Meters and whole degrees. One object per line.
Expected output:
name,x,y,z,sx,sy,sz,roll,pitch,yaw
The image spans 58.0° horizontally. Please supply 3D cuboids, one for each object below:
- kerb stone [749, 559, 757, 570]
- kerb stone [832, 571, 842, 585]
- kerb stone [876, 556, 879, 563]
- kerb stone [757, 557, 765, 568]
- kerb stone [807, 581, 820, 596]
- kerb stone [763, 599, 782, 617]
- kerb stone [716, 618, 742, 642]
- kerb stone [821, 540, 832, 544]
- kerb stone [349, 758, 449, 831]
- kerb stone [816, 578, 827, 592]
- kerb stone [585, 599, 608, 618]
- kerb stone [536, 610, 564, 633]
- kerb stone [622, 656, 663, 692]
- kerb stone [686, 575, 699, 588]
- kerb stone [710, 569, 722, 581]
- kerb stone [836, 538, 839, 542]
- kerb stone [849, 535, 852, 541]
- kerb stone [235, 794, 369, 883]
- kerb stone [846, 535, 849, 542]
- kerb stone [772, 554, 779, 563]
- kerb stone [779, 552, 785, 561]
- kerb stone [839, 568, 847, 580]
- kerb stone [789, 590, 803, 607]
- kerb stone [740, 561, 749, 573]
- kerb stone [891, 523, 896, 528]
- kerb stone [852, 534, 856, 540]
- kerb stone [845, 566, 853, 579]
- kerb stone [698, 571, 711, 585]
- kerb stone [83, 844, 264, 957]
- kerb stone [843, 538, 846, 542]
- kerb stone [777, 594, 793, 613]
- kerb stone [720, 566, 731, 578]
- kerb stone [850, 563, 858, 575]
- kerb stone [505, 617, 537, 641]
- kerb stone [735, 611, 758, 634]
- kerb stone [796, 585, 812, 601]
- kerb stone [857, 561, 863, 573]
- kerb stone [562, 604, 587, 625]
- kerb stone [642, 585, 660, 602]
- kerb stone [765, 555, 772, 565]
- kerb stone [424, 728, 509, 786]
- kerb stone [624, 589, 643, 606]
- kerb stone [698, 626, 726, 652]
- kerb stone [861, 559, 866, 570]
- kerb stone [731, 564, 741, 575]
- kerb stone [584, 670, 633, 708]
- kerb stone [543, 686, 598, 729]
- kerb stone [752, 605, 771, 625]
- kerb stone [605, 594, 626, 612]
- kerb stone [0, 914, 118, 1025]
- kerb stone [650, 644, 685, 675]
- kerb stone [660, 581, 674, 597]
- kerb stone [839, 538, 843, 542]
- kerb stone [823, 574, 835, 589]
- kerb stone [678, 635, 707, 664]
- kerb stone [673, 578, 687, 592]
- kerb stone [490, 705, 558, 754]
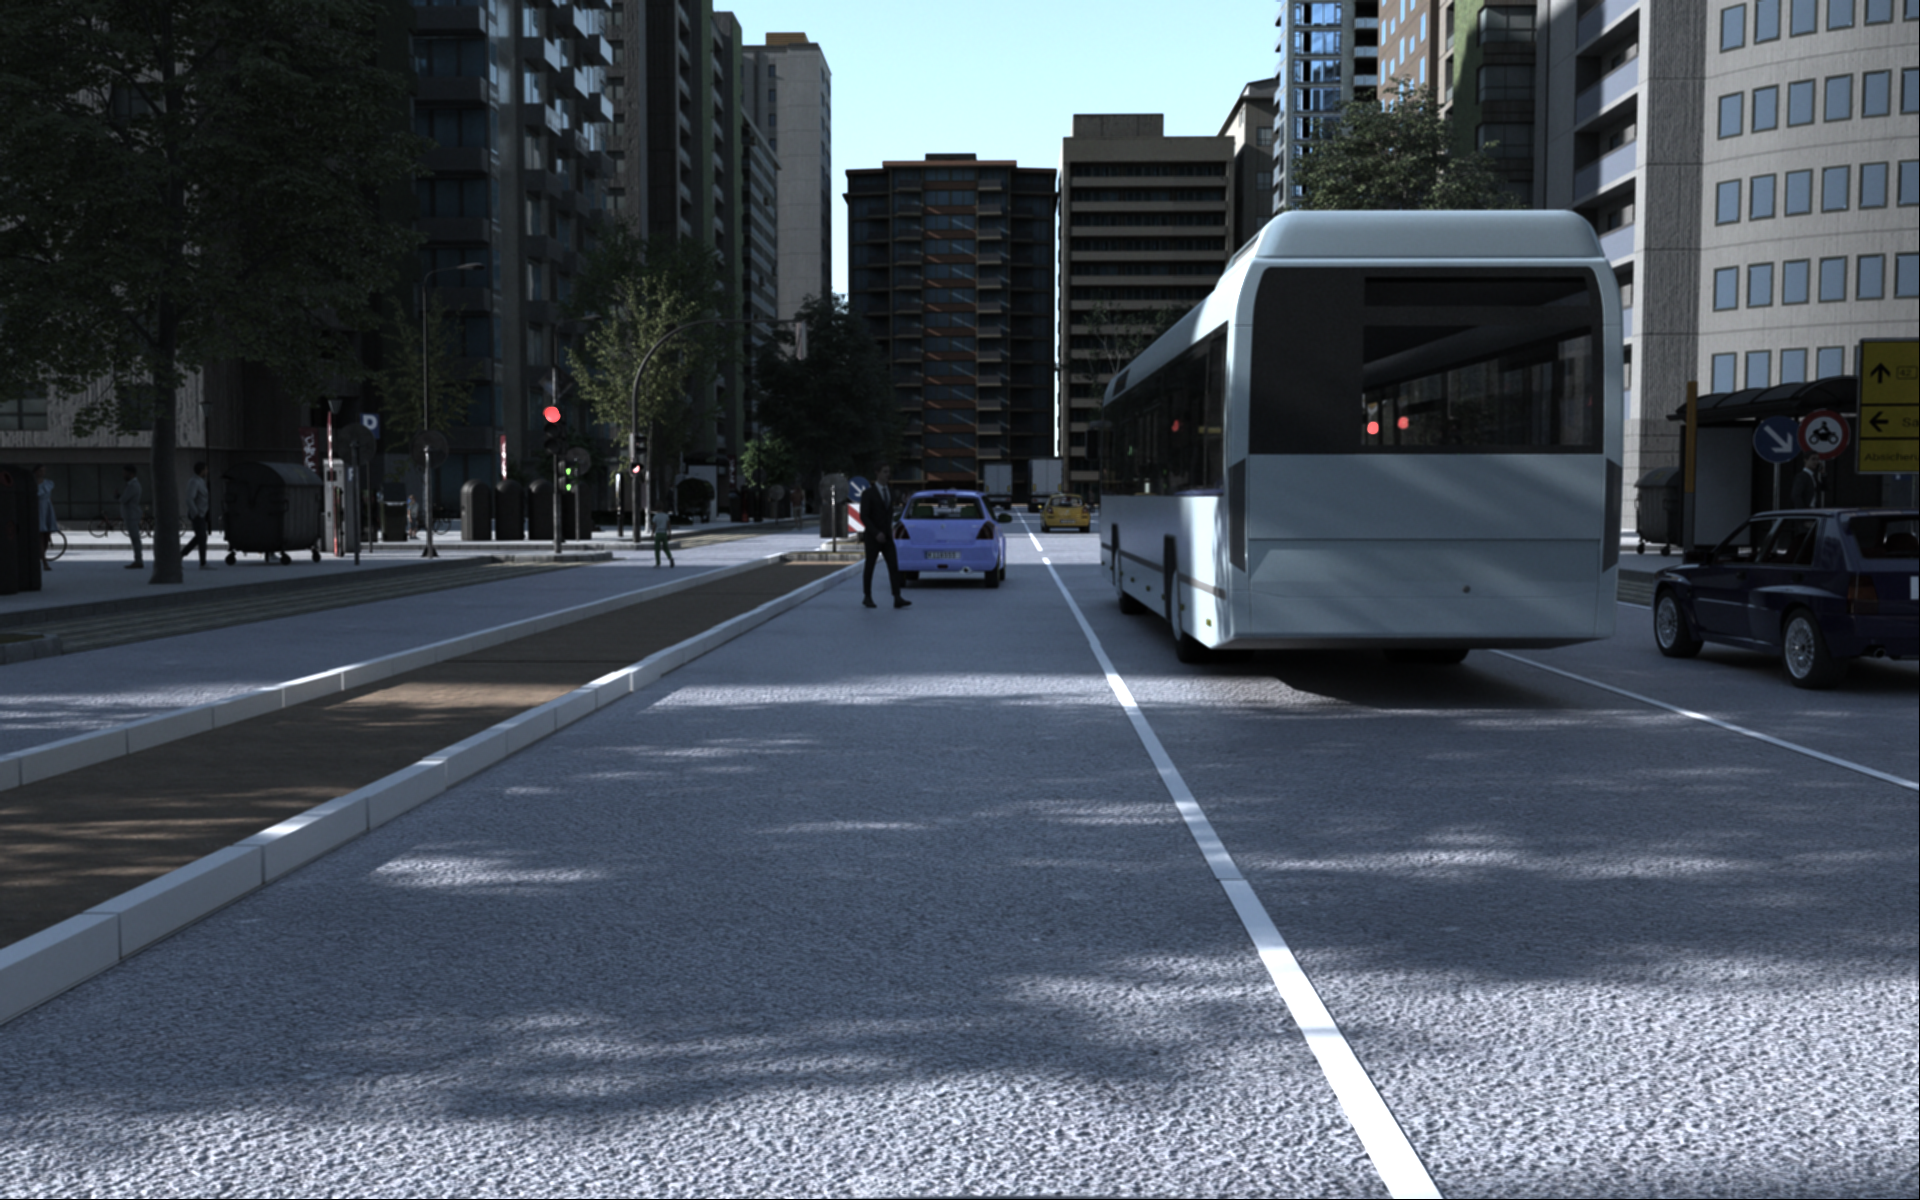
kerb stone,-3.987,-0.630,32.550,0.120,0.150,1.000,0,4,2
kerb stone,-2.019,-0.316,27.375,0.120,0.150,1.000,0,4,2
kerb stone,-1.805,-0.818,35.566,0.120,0.150,1.000,0,4,2
kerb stone,-3.957,-0.696,33.571,0.120,0.150,1.000,0,4,2
kerb stone,-2.116,-0.127,24.304,0.120,0.150,1.000,0,4,2
kerb stone,-2.231,0.123,20.186,0.120,0.150,1.000,0,4,2
kerb stone,-2.311,0.311,17.107,0.120,0.150,1.000,0,4,2
kerb stone,-3.611,-1.478,46.355,0.120,0.150,1.000,0,4,2
kerb stone,-2.558,0.882,7.871,0.120,0.150,1.000,0,4,2
kerb stone,-2.093,-0.192,25.328,0.120,0.150,1.000,0,4,2
kerb stone,-4.323,0.123,20.238,0.120,0.150,1.000,0,4,2
kerb stone,-4.380,0.245,18.195,0.120,0.150,1.000,0,4,2
kerb stone,-2.409,0.564,13.007,0.120,0.150,1.000,0,4,2
kerb stone,-4.161,-0.256,26.385,0.120,0.150,1.000,0,4,2
kerb stone,-4.100,-0.383,28.457,0.120,0.150,1.000,0,4,2
kerb stone,-3.551,-1.603,48.400,0.120,0.150,1.000,0,4,2
kerb stone,-3.444,-1.849,52.488,0.120,0.150,1.000,0,4,2
kerb stone,-2.589,0.939,6.842,0.120,0.150,1.000,0,4,2
kerb stone,-3.468,-1.790,51.466,0.120,0.150,1.000,0,4,2
kerb stone,-3.899,-0.821,35.618,0.120,0.150,1.000,0,4,2
kerb stone,-3.876,-0.882,36.640,0.120,0.150,1.000,0,4,2
kerb stone,-2.001,-0.379,28.400,0.120,0.150,1.000,0,4,2
kerb stone,-2.163,0.001,22.250,0.120,0.150,1.000,0,4,2
kerb stone,-4.015,-0.570,31.522,0.120,0.150,1.000,0,4,2
kerb stone,-2.828,-3.231,75.029,0.120,0.150,1.000,0,4,2
kerb stone,-3.406,-1.915,53.509,0.120,0.150,1.000,0,4,2
kerb stone,-1.968,-0.436,29.423,0.120,0.150,1.000,0,4,2
kerb stone,-4.122,-0.318,27.429,0.120,0.150,1.000,0,4,2
kerb stone,-2.619,1.002,5.814,0.120,0.150,1.000,0,4,2
kerb stone,-3.495,-1.728,50.444,0.120,0.150,1.000,0,4,2
kerb stone,-2.196,0.061,21.217,0.120,0.150,1.000,0,4,2
kerb stone,-4.077,-0.445,29.479,0.120,0.150,1.000,0,4,2
kerb stone,-1.938,-0.505,30.445,0.120,0.150,1.000,0,4,2
kerb stone,-4.412,0.307,17.171,0.120,0.150,1.000,0,4,2
kerb stone,-2.279,0.248,18.134,0.120,0.150,1.000,0,4,2
kerb stone,-2.143,-0.066,23.275,0.120,0.150,1.000,0,4,2
kerb stone,-1.914,-0.560,31.467,0.120,0.150,1.000,0,4,2
kerb stone,-4.353,0.182,19.217,0.120,0.150,1.000,0,4,2
kerb stone,-4.239,-0.068,23.315,0.120,0.150,1.000,0,4,2
kerb stone,-3.936,-0.757,34.597,0.120,0.150,1.000,0,4,2
kerb stone,-2.535,0.813,8.899,0.120,0.150,1.000,0,4,2
kerb stone,-4.275,-0.006,22.289,0.120,0.150,1.000,0,4,2
kerb stone,-2.336,0.380,16.083,0.120,0.150,1.000,0,4,2
kerb stone,-1.880,-0.626,32.493,0.120,0.150,1.000,0,4,2
kerb stone,-4.046,-0.507,30.501,0.120,0.150,1.000,0,4,2
kerb stone,-2.451,0.625,11.981,0.120,0.150,1.000,0,4,2
kerb stone,-2.481,0.692,10.952,0.120,0.150,1.000,0,4,2
kerb stone,-2.250,0.193,19.162,0.120,0.150,1.000,0,4,2
kerb stone,-4.298,0.057,21.267,0.120,0.150,1.000,0,4,2
kerb stone,-2.643,1.064,4.792,0.120,0.150,1.000,0,4,2
kerb stone,-2.398,0.499,14.029,0.120,0.150,1.000,0,4,2
kerb stone,-4.210,-0.130,24.336,0.120,0.150,1.000,0,4,2
kerb stone,-3.531,-1.663,49.422,0.120,0.150,1.000,0,4,2
kerb stone,-2.052,-0.254,26.349,0.120,0.150,1.000,0,4,2
kerb stone,-2.367,0.442,15.055,0.120,0.150,1.000,0,4,2
kerb stone,-4.183,-0.194,25.362,0.120,0.150,1.000,0,4,2
kerb stone,-2.511,0.751,9.923,0.120,0.150,1.000,0,4,2
